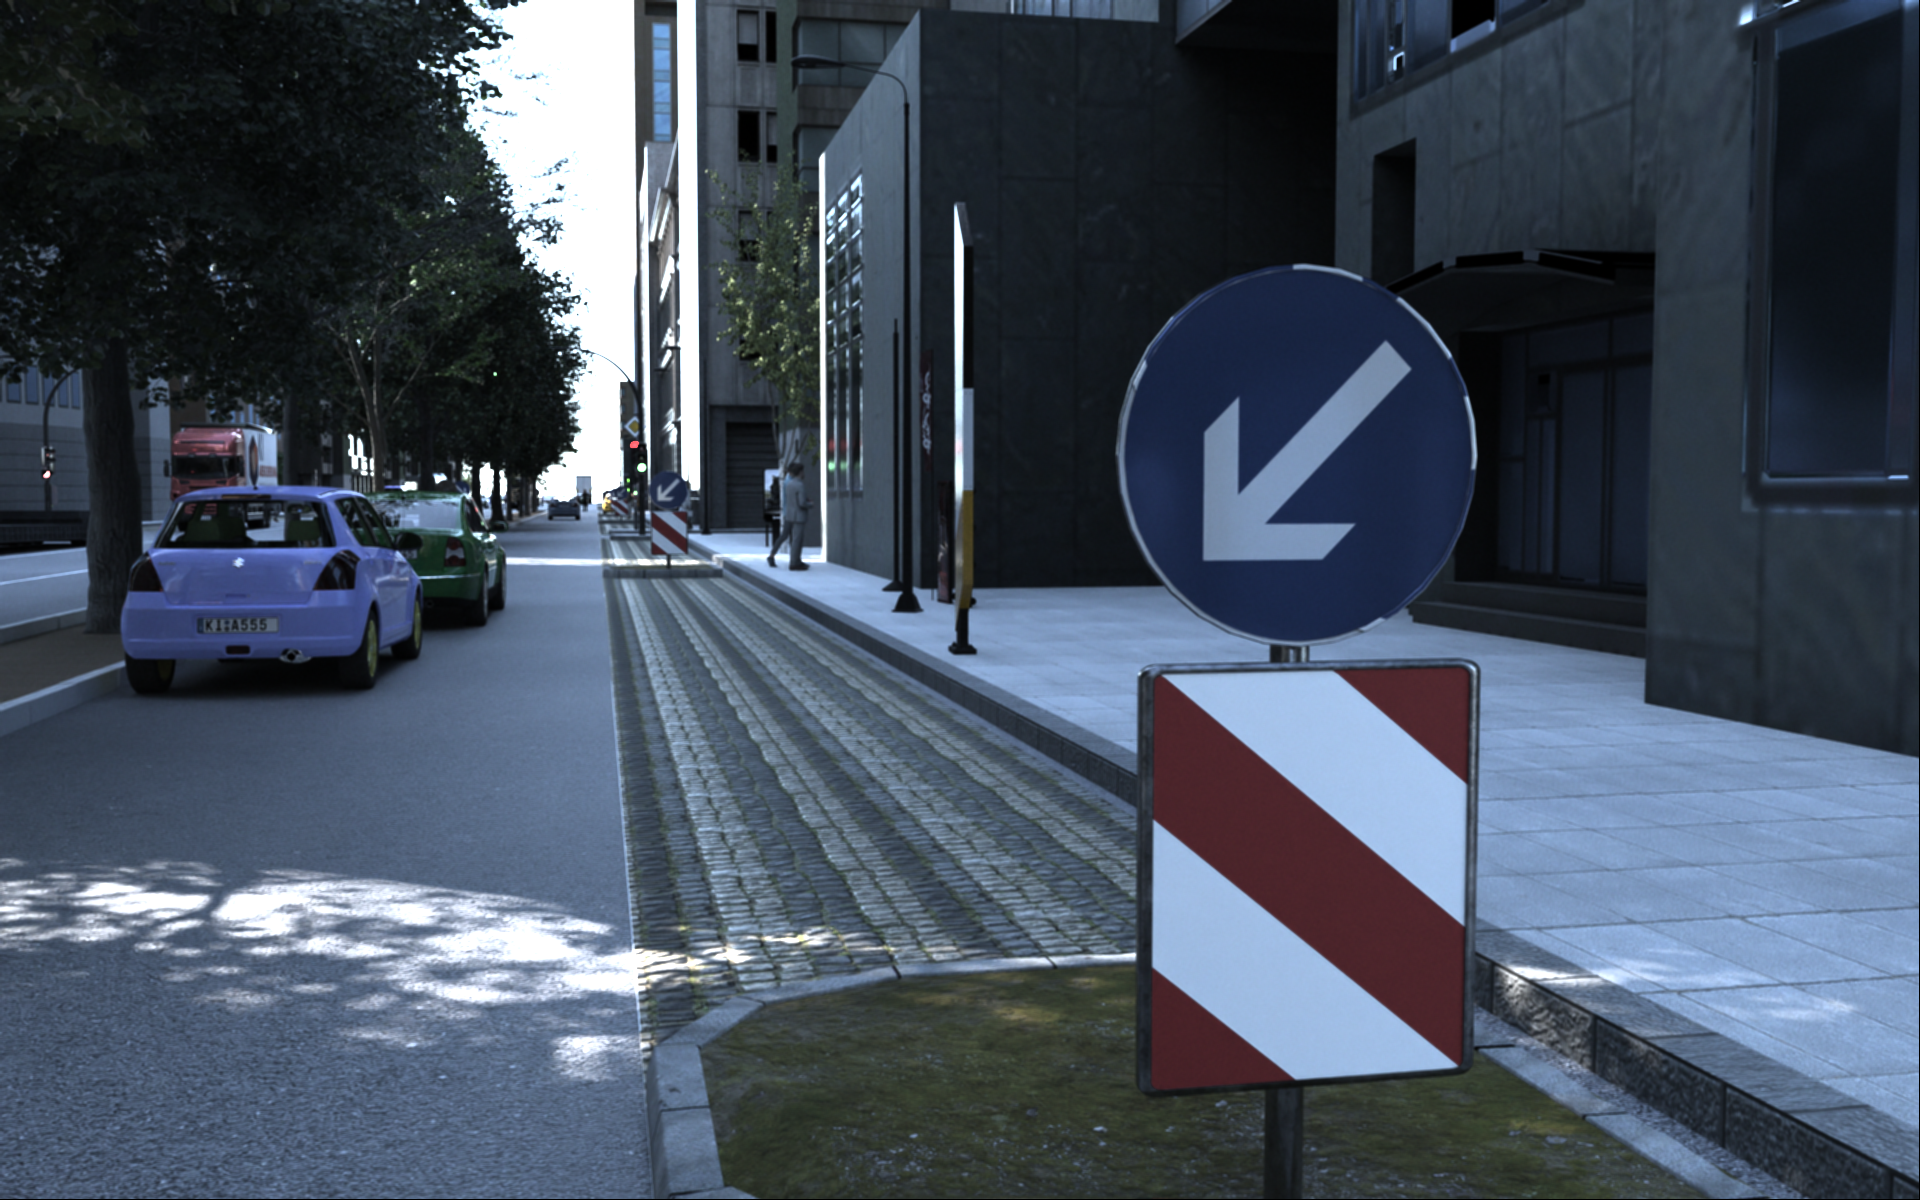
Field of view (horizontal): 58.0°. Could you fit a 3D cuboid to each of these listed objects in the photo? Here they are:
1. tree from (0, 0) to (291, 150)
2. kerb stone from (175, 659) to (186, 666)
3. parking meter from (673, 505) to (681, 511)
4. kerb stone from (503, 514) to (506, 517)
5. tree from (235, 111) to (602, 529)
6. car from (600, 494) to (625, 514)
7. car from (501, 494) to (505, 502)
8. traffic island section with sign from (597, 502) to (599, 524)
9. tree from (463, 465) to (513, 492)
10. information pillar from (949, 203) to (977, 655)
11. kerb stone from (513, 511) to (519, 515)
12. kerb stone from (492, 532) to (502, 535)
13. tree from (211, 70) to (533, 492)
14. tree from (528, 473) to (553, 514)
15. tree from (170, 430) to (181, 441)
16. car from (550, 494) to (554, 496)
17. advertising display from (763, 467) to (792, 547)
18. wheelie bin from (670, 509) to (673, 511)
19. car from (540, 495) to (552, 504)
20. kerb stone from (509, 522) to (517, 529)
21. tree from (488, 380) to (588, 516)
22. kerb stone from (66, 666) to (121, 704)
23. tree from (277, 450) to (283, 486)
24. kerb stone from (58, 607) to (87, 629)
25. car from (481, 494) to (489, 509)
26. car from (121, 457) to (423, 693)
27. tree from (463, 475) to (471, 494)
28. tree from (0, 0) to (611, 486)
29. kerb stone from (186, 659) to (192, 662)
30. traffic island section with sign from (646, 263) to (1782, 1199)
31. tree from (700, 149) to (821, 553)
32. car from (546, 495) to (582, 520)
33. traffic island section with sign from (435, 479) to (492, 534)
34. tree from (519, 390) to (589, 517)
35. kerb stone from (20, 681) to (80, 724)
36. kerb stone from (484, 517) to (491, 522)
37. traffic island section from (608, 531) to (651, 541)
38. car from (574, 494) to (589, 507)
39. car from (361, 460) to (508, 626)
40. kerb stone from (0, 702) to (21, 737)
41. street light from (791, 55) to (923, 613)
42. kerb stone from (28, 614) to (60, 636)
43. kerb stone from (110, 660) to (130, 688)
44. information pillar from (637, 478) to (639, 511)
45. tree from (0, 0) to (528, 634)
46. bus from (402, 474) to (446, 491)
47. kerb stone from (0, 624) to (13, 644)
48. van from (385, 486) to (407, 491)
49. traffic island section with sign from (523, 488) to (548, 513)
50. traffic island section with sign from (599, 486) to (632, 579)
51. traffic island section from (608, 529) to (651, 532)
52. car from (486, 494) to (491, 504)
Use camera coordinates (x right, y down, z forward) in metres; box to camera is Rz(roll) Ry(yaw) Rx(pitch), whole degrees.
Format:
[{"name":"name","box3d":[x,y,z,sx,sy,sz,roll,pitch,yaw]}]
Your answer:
[{"name":"tree","box3d":[-6.487,-5.320,7.569,7.486,12.596,7.792,0,3,0]},{"name":"kerb stone","box3d":[-6.573,0.486,14.257,0.120,0.150,1.000,-1,4,-12]},{"name":"parking meter","box3d":[-10.326,-3.518,63.234,0.255,1.863,0.399,0,4,-3]},{"name":"kerb stone","box3d":[-29.186,-5.470,111.627,0.120,0.150,1.000,-1,4,-12]},{"name":"tree","box3d":[-15.266,-7.941,49.308,9.611,12.733,9.660,0,3,0]},{"name":"car","box3d":[-24.160,-6.793,121.283,2.015,1.641,3.980,-1,4,-12]},{"name":"car","box3d":[-73.241,-16.348,279.080,2.131,1.459,4.920,-1,4,-12]},{"name":"traffic island section with sign","box3d":[-16.589,-4.623,84.219,1.989,1.847,2.006,-1,4,-12]},{"name":"tree","box3d":[-26.013,-8.983,99.694,4.737,8.622,4.395,0,3,0]},{"name":"information pillar","box3d":[0.031,-1.374,13.814,0.183,3.616,0.504,0,4,-8]},{"name":"kerb stone","box3d":[-31.728,-6.206,123.670,0.120,0.150,1.000,-1,4,-12]},{"name":"kerb stone","box3d":[-16.805,-2.486,62.926,0.120,0.150,1.000,-1,4,-12]},{"name":"tree","box3d":[-13.237,-6.778,39.033,9.928,11.665,9.643,0,3,0]},{"name":"tree","box3d":[-30.954,-10.508,124.627,4.360,8.622,3.978,0,3,0]},{"name":"tree","box3d":[-39.835,-6.406,88.451,4.285,4.588,4.351,0,3,0]},{"name":"car","box3d":[-67.175,-16.681,285.090,2.083,1.381,4.827,-1,4,-12]},{"name":"advertising display","box3d":[-4.390,-2.245,41.927,0.974,1.923,0.123,3,5,41]},{"name":"wheelie bin","box3d":[-11.981,-3.956,72.594,0.693,1.594,0.980,-1,4,-14]},{"name":"car","box3d":[-59.393,-14.491,249.286,2.083,1.381,4.827,-1,4,-10]},{"name":"kerb stone","box3d":[-19.116,-3.166,73.966,0.120,0.150,1.000,-1,4,-12]},{"name":"tree","box3d":[-28.345,-11.785,113.274,7.486,12.596,7.792,0,3,0]},{"name":"kerb stone","box3d":[-6.156,0.608,12.248,0.120,0.150,1.000,-1,4,-12]},{"name":"tree","box3d":[-44.668,-7.815,111.488,4.285,4.588,4.351,0,3,0]},{"name":"kerb stone","box3d":[-9.661,0.210,18.754,0.120,0.150,1.000,-1,4,-12]},{"name":"car","box3d":[-47.931,-9.821,172.367,2.131,1.459,4.920,-1,4,-11]},{"name":"car","box3d":[-5.363,-0.262,13.880,1.945,1.707,3.694,-1,4,-10]},{"name":"tree","box3d":[-81.133,-18.373,284.106,4.285,4.588,4.351,0,3,0]},{"name":"tree","box3d":[-10.997,-7.054,28.157,12.009,13.543,11.850,0,3,0]},{"name":"kerb stone","box3d":[-6.771,0.426,15.260,0.120,0.150,1.000,-1,4,-12]},{"name":"traffic island section with sign","box3d":[0.334,0.299,3.747,1.989,1.847,2.006,-1,4,-12]},{"name":"tree","box3d":[-3.667,-5.312,37.210,4.737,8.622,4.395,0,3,0]},{"name":"car","box3d":[-22.166,-5.195,96.947,2.014,1.417,4.499,-1,4,-13]},{"name":"traffic island section with sign","box3d":[-17.409,-3.211,60.629,2.006,1.907,1.989,-1,4,-12]},{"name":"tree","box3d":[-26.955,-10.334,105.831,8.767,10.594,7.601,-1,4,-12]},{"name":"kerb stone","box3d":[-5.941,0.673,11.246,0.120,0.150,1.000,-1,4,-12]},{"name":"kerb stone","box3d":[-24.968,-4.241,91.575,0.120,0.150,1.000,-1,4,-12]},{"name":"traffic island section","box3d":[-9.962,-1.963,54.375,2.009,0.180,2.903,-1,4,-12]},{"name":"car","box3d":[-43.956,-11.520,200.155,2.131,1.459,4.920,-1,4,-11]},{"name":"car","box3d":[-6.284,-0.687,20.035,1.959,1.807,4.718,-1,4,-10]},{"name":"kerb stone","box3d":[-5.729,0.731,10.245,0.120,0.150,1.000,-1,4,-12]},{"name":"street light","box3d":[-1.102,-2.819,18.626,1.470,5.913,1.316,-1,4,-12]},{"name":"kerb stone","box3d":[-9.465,0.272,17.751,0.120,0.150,1.000,-1,4,-12]},{"name":"kerb stone","box3d":[-6.360,0.547,13.257,0.120,0.150,1.000,-1,4,-12]},{"name":"information pillar","box3d":[-24.064,-8.455,129.602,0.504,3.616,0.183,2,4,31]},{"name":"tree","box3d":[-8.633,-6.622,17.386,9.857,13.997,8.962,0,3,0]},{"name":"bus","box3d":[-46.953,-9.635,152.388,2.948,3.499,13.247,-1,4,-12]},{"name":"kerb stone","box3d":[-9.242,0.333,16.749,0.120,0.150,1.000,-1,4,-12]},{"name":"van","box3d":[-42.675,-7.686,130.043,2.240,2.365,5.245,-1,4,-11]},{"name":"traffic island section with sign","box3d":[-32.875,-7.708,134.165,2.006,1.907,1.989,-1,4,-12]},{"name":"traffic island section with sign","box3d":[-5.207,-1.315,30.129,1.989,1.847,2.006,-1,4,-12]},{"name":"traffic island section","box3d":[-11.605,-2.441,62.190,2.009,0.180,2.903,-1,4,-12]},{"name":"car","box3d":[-62.881,-13.493,230.195,1.945,1.707,3.694,-1,4,-11]}]
